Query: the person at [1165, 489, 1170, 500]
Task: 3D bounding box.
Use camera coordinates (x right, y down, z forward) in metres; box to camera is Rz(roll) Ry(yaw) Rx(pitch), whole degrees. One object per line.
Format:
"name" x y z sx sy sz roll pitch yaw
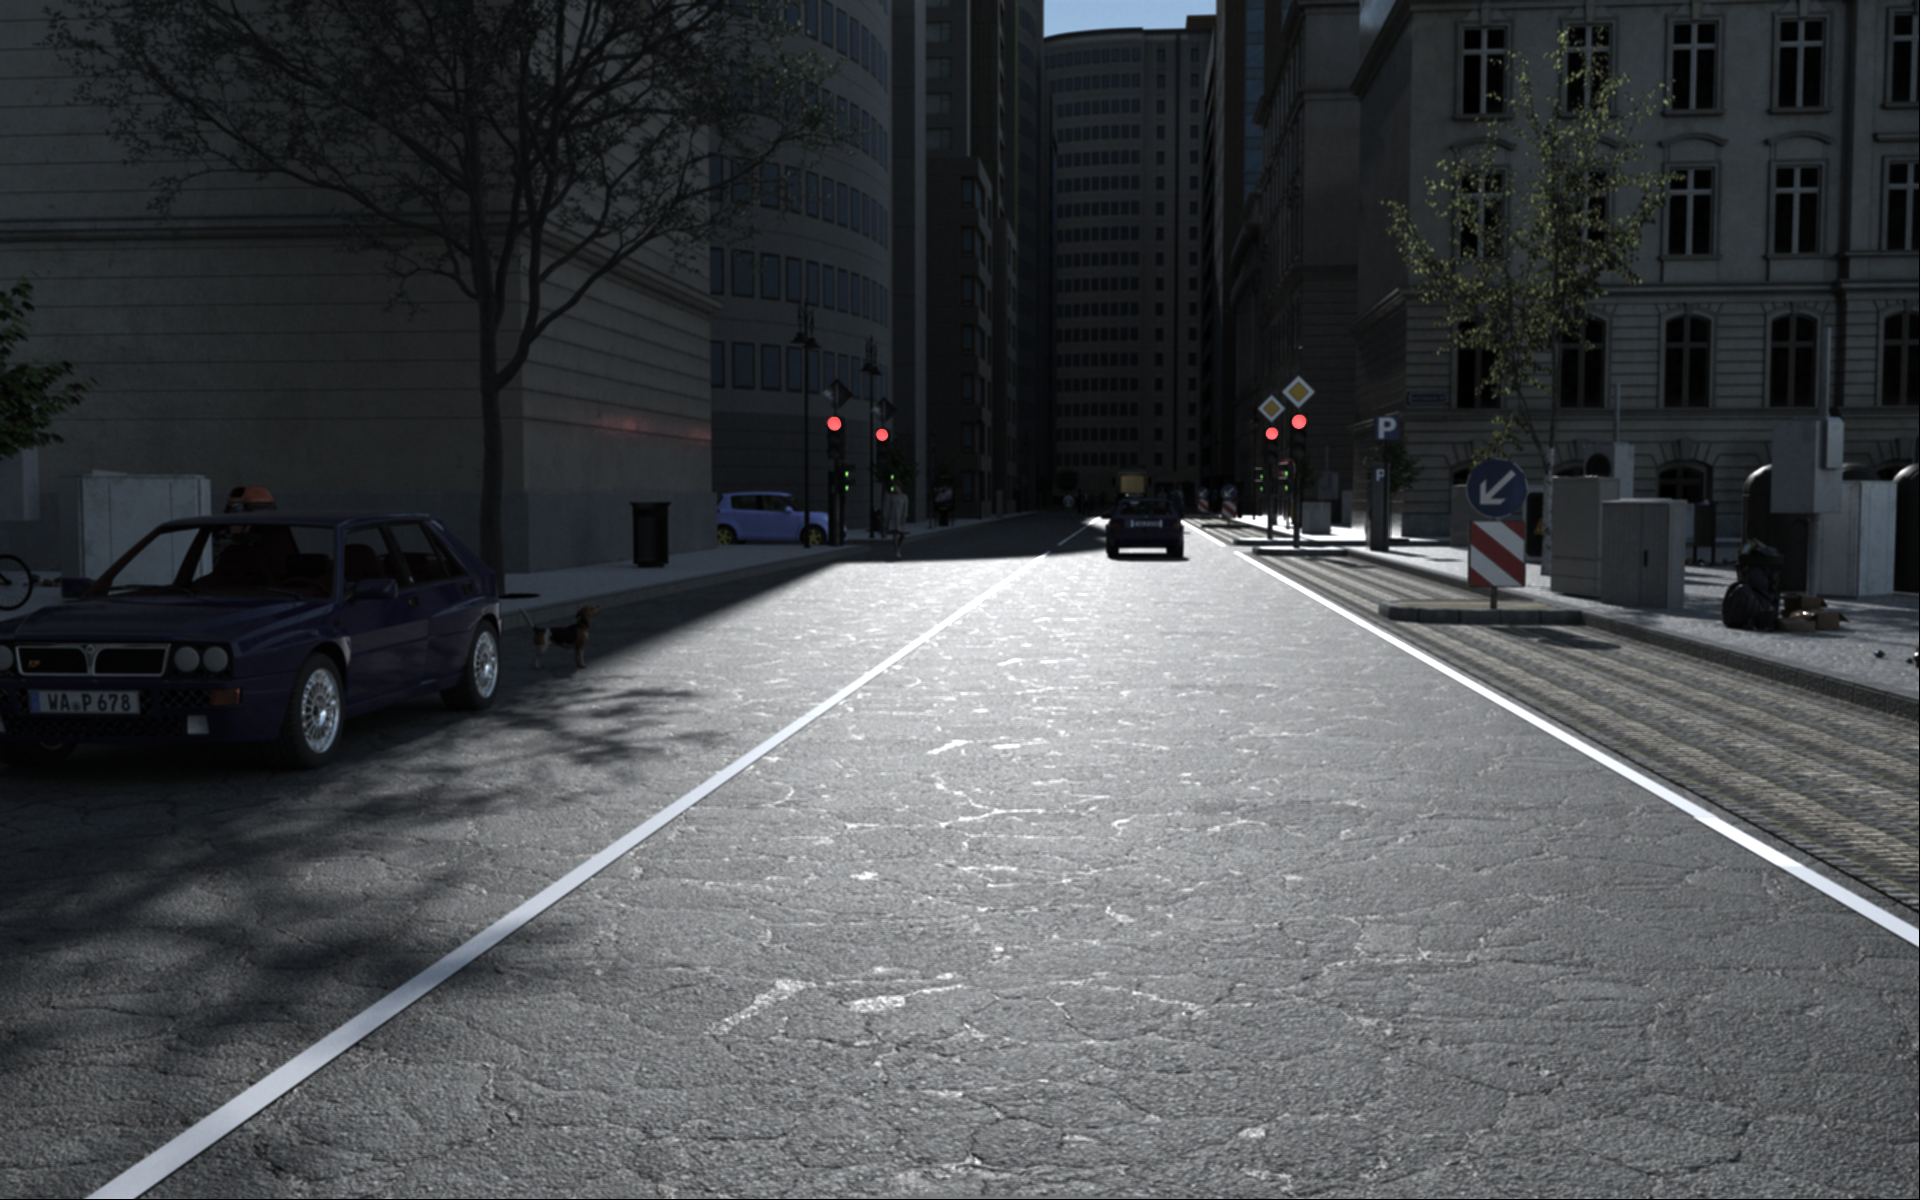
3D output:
"person" 17.622 -8.523 147.849 0.705 1.824 1.348 -1 4 -13

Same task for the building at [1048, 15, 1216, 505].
"building" 20.979 -41.353 218.112 28.212 58.520 21.231 0 4 6

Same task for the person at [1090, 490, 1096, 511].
"person" 11.503 -8.538 148.625 0.750 1.759 0.617 2 4 29

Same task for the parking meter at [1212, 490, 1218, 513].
"parking meter" 17.123 -6.591 116.169 0.372 1.533 0.369 0 3 0

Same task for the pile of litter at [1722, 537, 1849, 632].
"pile of litter" 8.033 -0.174 16.809 1.719 0.858 1.176 -3 4 -38

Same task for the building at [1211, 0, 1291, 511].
"building" 26.854 -29.546 133.184 14.600 45.320 14.200 0 4 6

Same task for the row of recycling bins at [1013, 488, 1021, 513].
"row of recycling bins" 2.463 -6.905 120.002 3.534 1.692 1.069 0 4 3

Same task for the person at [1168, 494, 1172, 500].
"person" 20.026 -9.228 162.574 0.799 1.438 0.628 -3 5 -41

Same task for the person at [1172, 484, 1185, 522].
"person" 8.295 -3.496 65.840 0.419 1.800 0.721 3 5 45

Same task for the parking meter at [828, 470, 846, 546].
"parking meter" -3.052 -2.275 42.911 0.399 1.863 0.255 1 4 9

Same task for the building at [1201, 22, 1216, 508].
"building" 35.232 -33.494 171.323 21.300 48.544 21.600 0 4 6

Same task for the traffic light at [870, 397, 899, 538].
"traffic light" -2.189 -3.739 50.055 0.839 4.253 0.868 0 4 6

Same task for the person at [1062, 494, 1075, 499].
"person" 9.423 -8.621 149.978 1.217 1.766 0.721 0 4 8

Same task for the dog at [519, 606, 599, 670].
"dog" -3.291 0.307 14.265 0.406 0.507 0.540 2 4 27

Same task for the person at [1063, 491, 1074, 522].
"person" 5.561 -4.792 88.661 0.589 1.601 0.330 1 4 21

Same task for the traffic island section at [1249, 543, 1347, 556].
"traffic island section" 8.015 -1.154 41.144 2.009 0.180 2.903 0 4 6

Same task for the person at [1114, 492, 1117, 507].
"person" 17.503 -11.210 192.728 0.436 1.711 0.756 -1 4 -21

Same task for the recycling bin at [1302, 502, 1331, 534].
"recycling bin" 11.465 -2.640 55.714 0.722 1.027 0.722 3 4 36

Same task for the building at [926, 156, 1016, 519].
"building" -11.371 -15.881 104.691 27.650 21.520 28.899 0 4 6

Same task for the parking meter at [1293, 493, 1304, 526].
"parking meter" 13.393 -3.848 68.618 0.399 1.863 0.255 2 4 23

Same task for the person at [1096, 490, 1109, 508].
"person" 14.926 -10.552 181.116 1.348 1.812 0.705 1 4 18

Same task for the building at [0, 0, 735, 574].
"building" -17.367 -15.124 34.672 23.554 28.519 14.401 0 4 6

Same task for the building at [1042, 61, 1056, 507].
"building" 1.737 -32.057 174.250 14.600 45.320 14.200 0 4 6

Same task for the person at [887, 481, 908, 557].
"person" -1.437 -1.849 39.484 0.466 1.731 0.760 -1 4 -14

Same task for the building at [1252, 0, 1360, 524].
"building" 21.605 -17.676 86.267 12.463 27.353 25.104 0 4 6

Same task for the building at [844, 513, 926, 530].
"building" -13.397 -32.045 65.927 21.231 58.520 28.212 0 4 6

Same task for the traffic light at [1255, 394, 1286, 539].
"traffic light" 8.770 -3.673 48.980 0.839 4.253 0.868 0 4 6

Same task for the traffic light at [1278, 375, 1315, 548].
"traffic light" 7.976 -3.187 41.034 0.839 4.253 0.868 0 4 6

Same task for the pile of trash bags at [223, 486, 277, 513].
"pile of trash bags" -9.096 -0.667 20.657 3.447 1.369 1.912 3 5 41

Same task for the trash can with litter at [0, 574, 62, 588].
"trash can with litter" -12.513 -0.817 24.422 2.233 1.210 1.678 1 4 20

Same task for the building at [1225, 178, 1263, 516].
"building" 24.259 -16.454 110.824 13.314 21.916 24.055 0 4 6

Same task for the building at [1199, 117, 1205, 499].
"building" 33.438 -30.978 190.081 14.154 41.232 14.086 0 4 6

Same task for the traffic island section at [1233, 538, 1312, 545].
"traffic island section" 8.809 -1.640 49.090 2.009 0.180 2.903 0 4 6

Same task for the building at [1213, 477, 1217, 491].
"building" 32.916 -43.492 149.344 20.563 71.187 20.611 0 4 6

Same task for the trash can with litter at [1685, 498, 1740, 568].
"trash can with litter" 13.405 -1.207 30.793 1.678 1.210 2.233 -1 4 -14

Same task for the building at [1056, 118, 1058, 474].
"building" 3.354 -33.141 191.969 14.200 45.320 14.600 0 4 6

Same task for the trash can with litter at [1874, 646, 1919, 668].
"trash can with litter" 7.887 -0.125 13.108 1.678 1.210 2.233 3 5 42

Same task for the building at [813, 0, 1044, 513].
"building" -3.856 -37.375 153.076 21.231 58.520 28.212 0 4 6

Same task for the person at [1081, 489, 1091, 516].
"person" 8.170 -6.305 111.978 0.661 1.777 0.834 -1 4 -21

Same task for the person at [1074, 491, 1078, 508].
"person" 12.055 -10.346 178.595 0.756 1.711 0.436 -1 4 -17

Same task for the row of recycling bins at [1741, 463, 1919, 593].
"row of recycling bins" 12.295 -0.970 22.978 3.534 1.692 1.069 0 4 7

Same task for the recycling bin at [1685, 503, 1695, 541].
"recycling bin" 20.020 -2.179 48.176 0.722 1.027 0.722 1 4 17

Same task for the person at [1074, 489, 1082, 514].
"person" 8.758 -7.288 127.619 0.705 1.831 1.348 2 4 25

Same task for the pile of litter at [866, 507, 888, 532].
"pile of litter" -2.632 -2.791 59.592 1.176 0.858 1.719 -1 4 -9

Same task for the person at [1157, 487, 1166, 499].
"person" 11.238 -5.371 96.501 0.511 1.800 0.466 1 4 12

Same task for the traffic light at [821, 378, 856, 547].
"traffic light" -2.983 -3.253 42.109 0.839 4.253 0.868 0 4 6

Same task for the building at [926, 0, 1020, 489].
"building" -2.946 -27.444 132.299 14.154 41.232 14.086 0 4 6

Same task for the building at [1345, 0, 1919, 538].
"building" 30.547 -14.395 54.441 34.723 24.649 14.460 0 4 6
